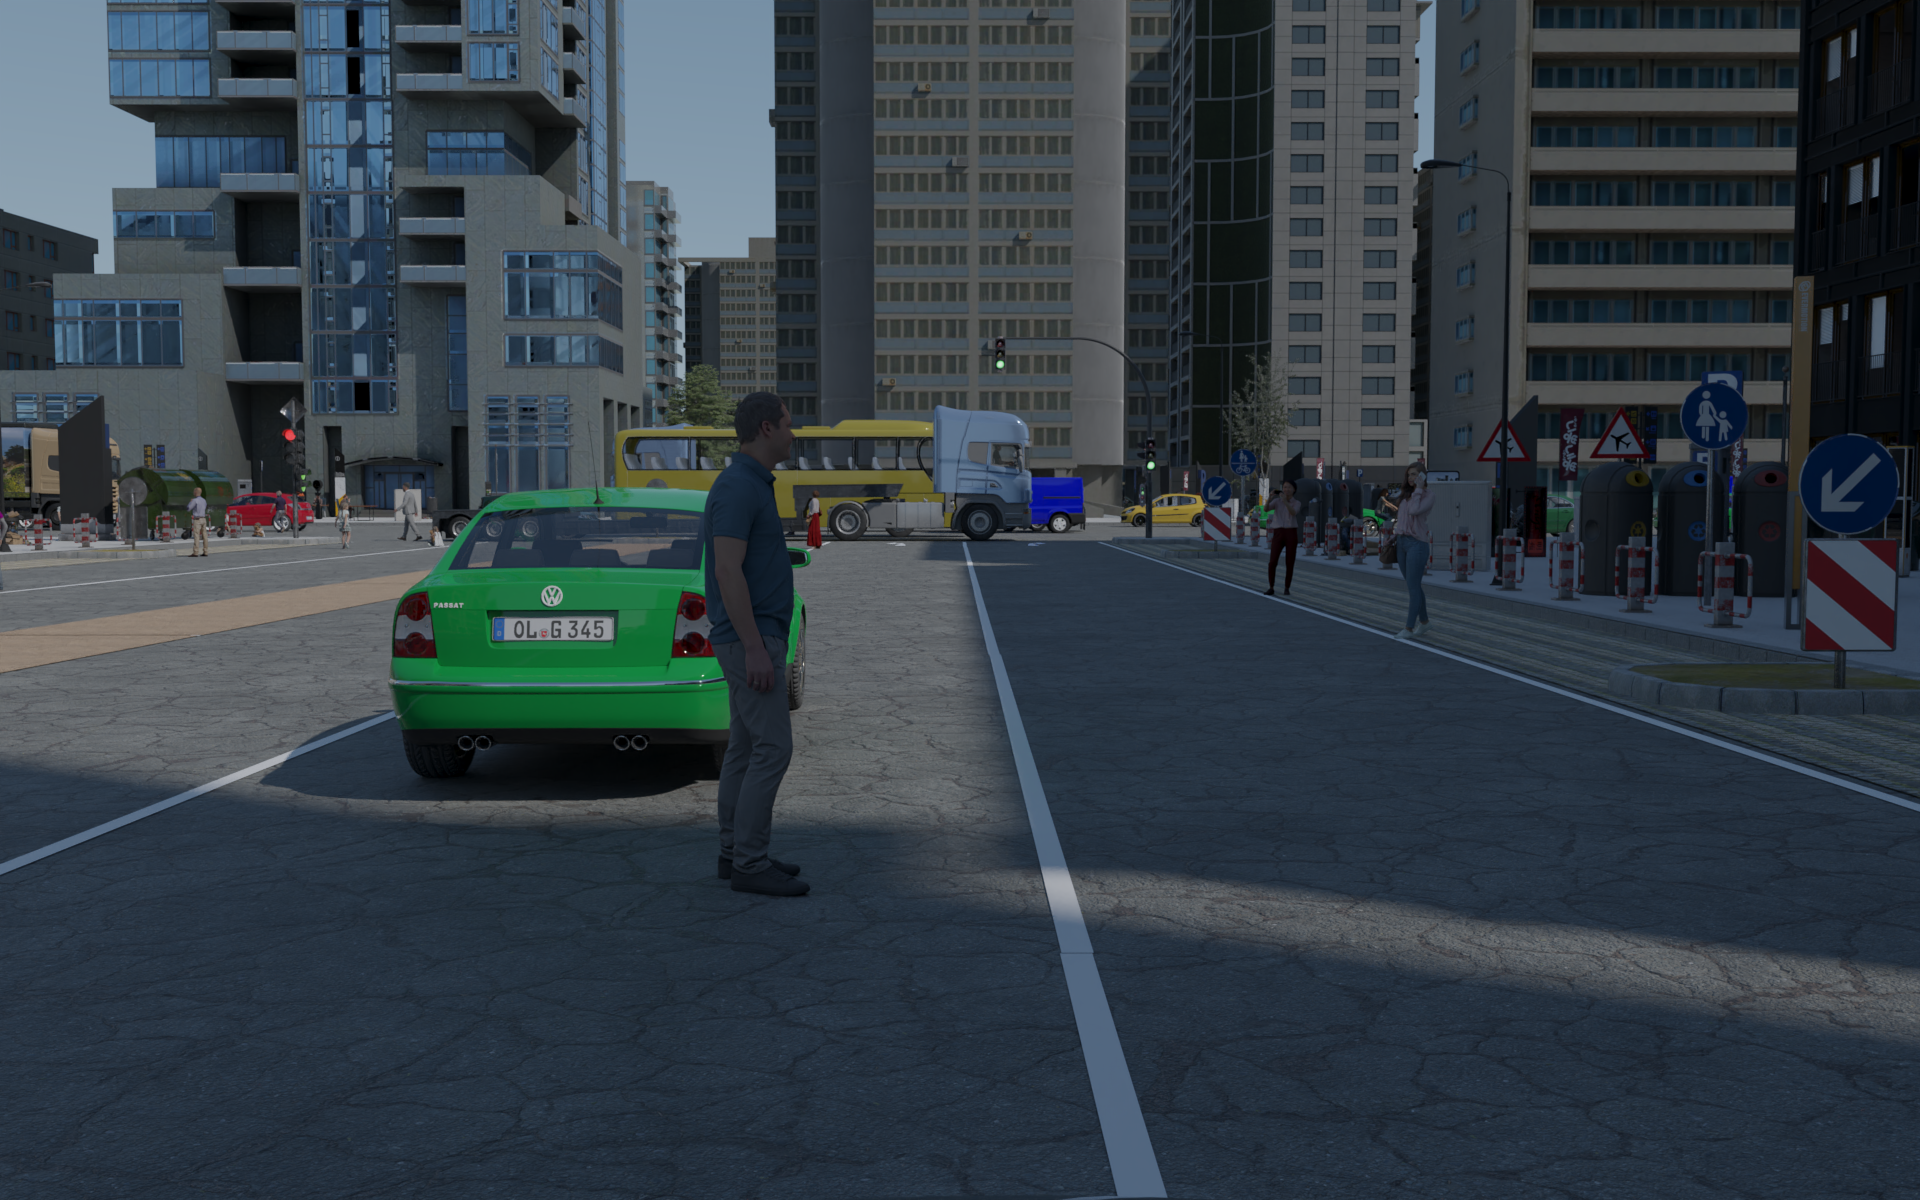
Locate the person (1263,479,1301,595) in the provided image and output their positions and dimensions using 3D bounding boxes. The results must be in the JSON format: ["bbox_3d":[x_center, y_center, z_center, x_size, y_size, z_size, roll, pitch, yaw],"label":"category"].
[{"bbox_3d":[4.557,-0.886,24.447,0.566,1.644,0.517,-2,4,-25],"label":"person"}]

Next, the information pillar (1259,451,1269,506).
[{"bbox_3d":[16.105,-6.135,91.659,0.504,3.616,0.183,1,4,20],"label":"information pillar"}]

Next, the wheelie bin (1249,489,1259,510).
[{"bbox_3d":[19.198,-6.396,112.484,0.980,1.594,0.693,2,4,27],"label":"wheelie bin"}]

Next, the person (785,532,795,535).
[{"bbox_3d":[-5.947,-3.131,60.634,0.436,1.711,0.756,0,3,0],"label":"person"}]

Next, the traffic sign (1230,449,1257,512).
[{"bbox_3d":[7.992,-2.988,48.960,0.768,2.556,0.104,0,3,0],"label":"traffic sign"}]

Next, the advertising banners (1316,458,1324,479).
[{"bbox_3d":[16.783,-5.333,83.377,2.074,3.025,0.090,-2,4,-33],"label":"advertising banners"}]

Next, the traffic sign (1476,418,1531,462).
[{"bbox_3d":[8.921,-1.742,28.484,0.884,2.594,0.081,0,4,3],"label":"traffic sign"}]

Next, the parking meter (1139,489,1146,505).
[{"bbox_3d":[9.566,-5.043,90.866,0.372,1.533,0.369,0,3,0],"label":"parking meter"}]

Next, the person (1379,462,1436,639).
[{"bbox_3d":[4.543,-0.500,17.264,0.643,1.750,0.593,-2,4,-23],"label":"person"}]

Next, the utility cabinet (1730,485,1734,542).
[{"bbox_3d":[20.345,-2.175,44.237,1.173,1.500,0.318,2,4,26],"label":"utility cabinet"}]

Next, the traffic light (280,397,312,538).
[{"bbox_3d":[-19.245,-3.743,50.125,0.839,4.253,0.868,0,4,0],"label":"traffic light"}]

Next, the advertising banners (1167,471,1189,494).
[{"bbox_3d":[16.606,-8.300,131.897,2.074,3.025,0.090,-2,4,-28],"label":"advertising banners"}]

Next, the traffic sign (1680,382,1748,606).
[{"bbox_3d":[8.597,-1.207,19.842,0.768,2.556,0.104,0,4,1],"label":"traffic sign"}]

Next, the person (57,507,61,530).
[{"bbox_3d":[-28.087,-2.509,54.210,0.332,1.250,0.352,-1,4,-22],"label":"person"}]

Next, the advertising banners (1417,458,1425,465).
[{"bbox_3d":[22.741,-5.332,83.370,0.090,3.025,2.074,-2,4,-29],"label":"advertising banners"}]

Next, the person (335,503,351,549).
[{"bbox_3d":[-16.132,-1.938,45.195,0.505,1.210,0.382,1,4,16],"label":"person"}]

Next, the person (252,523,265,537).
[{"bbox_3d":[-21.837,-2.137,53.912,0.381,0.543,0.357,3,5,40],"label":"person"}]

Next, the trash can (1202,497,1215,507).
[{"bbox_3d":[14.830,-5.555,102.471,0.748,1.137,0.748,0,3,0],"label":"trash can"}]

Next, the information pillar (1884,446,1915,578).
[{"bbox_3d":[14.426,-1.354,26.624,0.304,2.012,0.304,-3,5,-43],"label":"information pillar"}]

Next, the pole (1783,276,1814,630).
[{"bbox_3d":[7.920,-1.377,16.352,0.158,3.312,0.155,0,3,0],"label":"pole"}]

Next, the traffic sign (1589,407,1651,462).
[{"bbox_3d":[9.848,-1.584,25.903,0.884,2.594,0.081,0,4,5],"label":"traffic sign"}]

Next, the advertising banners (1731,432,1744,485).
[{"bbox_3d":[22.288,-3.199,48.488,0.090,3.025,2.074,-1,4,-18],"label":"advertising banners"}]

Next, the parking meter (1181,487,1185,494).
[{"bbox_3d":[17.552,-8.003,136.565,0.255,1.863,0.399,1,4,18],"label":"parking meter"}]

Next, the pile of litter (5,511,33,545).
[{"bbox_3d":[-24.288,-1.839,44.031,1.719,0.858,1.176,1,4,23],"label":"pile of litter"}]

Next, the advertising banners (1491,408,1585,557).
[{"bbox_3d":[11.623,-2.377,35.044,2.074,3.025,0.090,0,4,-6],"label":"advertising banners"}]

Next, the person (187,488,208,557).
[{"bbox_3d":[-17.387,-1.770,39.500,0.319,1.574,0.516,2,4,24],"label":"person"}]

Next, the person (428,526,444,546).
[{"bbox_3d":[-14.456,-1.761,47.775,0.357,0.543,0.381,1,4,20],"label":"person"}]

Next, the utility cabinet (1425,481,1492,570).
[{"bbox_3d":[8.270,-1.244,29.017,1.173,1.500,0.318,2,4,30],"label":"utility cabinet"}]

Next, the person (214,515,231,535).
[{"bbox_3d":[-25.854,-3.175,60.771,0.624,1.780,0.694,-1,4,-23],"label":"person"}]

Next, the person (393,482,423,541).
[{"bbox_3d":[-16.916,-2.715,53.166,0.850,1.792,0.678,0,4,3],"label":"person"}]

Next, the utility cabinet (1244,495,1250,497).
[{"bbox_3d":[21.027,-7.019,125.929,1.020,1.237,0.306,0,4,5],"label":"utility cabinet"}]

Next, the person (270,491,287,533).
[{"bbox_3d":[-25.092,-3.248,63.807,0.569,1.553,0.471,-2,4,-27],"label":"person"}]

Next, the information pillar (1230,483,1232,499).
[{"bbox_3d":[17.742,-6.703,114.078,0.304,2.012,0.304,1,4,23],"label":"information pillar"}]

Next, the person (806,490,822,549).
[{"bbox_3d":[-3.806,-2.097,45.246,0.387,1.526,0.523,1,4,13],"label":"person"}]

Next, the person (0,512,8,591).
[{"bbox_3d":[-14.386,-0.842,25.507,0.776,1.435,0.726,2,4,31],"label":"person"}]

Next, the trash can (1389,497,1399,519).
[{"bbox_3d":[22.361,-4.729,88.979,0.748,1.137,0.748,0,3,0],"label":"trash can"}]

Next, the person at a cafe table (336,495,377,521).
[{"bbox_3d":[-28.948,-4.410,82.966,1.726,1.238,1.698,-1,4,-9],"label":"person at a cafe table"}]

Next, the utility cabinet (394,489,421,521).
[{"bbox_3d":[-26.018,-4.459,81.584,1.173,1.500,0.318,-2,4,-30],"label":"utility cabinet"}]

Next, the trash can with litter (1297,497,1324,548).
[{"bbox_3d":[8.471,-1.833,41.021,1.678,1.210,2.233,-1,4,-13],"label":"trash can with litter"}]

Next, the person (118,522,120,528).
[{"bbox_3d":[-35.213,-3.796,72.770,0.471,1.553,0.569,-3,4,-37],"label":"person"}]

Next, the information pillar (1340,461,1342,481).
[{"bbox_3d":[26.672,-7.950,121.334,0.183,3.616,0.504,0,4,6],"label":"information pillar"}]

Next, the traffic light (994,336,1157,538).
[{"bbox_3d":[3.374,-4.615,50.119,4.771,5.953,1.251,0,4,0],"label":"traffic light"}]

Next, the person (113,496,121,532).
[{"bbox_3d":[-31.749,-3.448,65.449,0.480,1.755,0.524,2,4,31],"label":"person"}]

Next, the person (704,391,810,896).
[{"bbox_3d":[-0.726,0.139,6.358,0.434,1.807,0.598,0,4,8],"label":"person"}]

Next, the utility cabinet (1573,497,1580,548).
[{"bbox_3d":[15.122,-1.836,41.174,0.306,1.237,1.020,-3,5,-40],"label":"utility cabinet"}]

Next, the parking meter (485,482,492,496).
[{"bbox_3d":[-21.947,-4.582,80.619,0.255,1.863,0.399,-1,4,-20],"label":"parking meter"}]

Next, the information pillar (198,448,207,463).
[{"bbox_3d":[-38.182,-5.872,87.368,0.504,3.616,0.183,1,4,10],"label":"information pillar"}]

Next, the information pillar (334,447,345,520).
[{"bbox_3d":[-31.082,-5.838,86.801,0.504,3.616,0.183,-1,4,-23],"label":"information pillar"}]

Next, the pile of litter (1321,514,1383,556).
[{"bbox_3d":[8.323,-1.361,36.212,1.719,0.858,1.176,0,4,-4],"label":"pile of litter"}]
